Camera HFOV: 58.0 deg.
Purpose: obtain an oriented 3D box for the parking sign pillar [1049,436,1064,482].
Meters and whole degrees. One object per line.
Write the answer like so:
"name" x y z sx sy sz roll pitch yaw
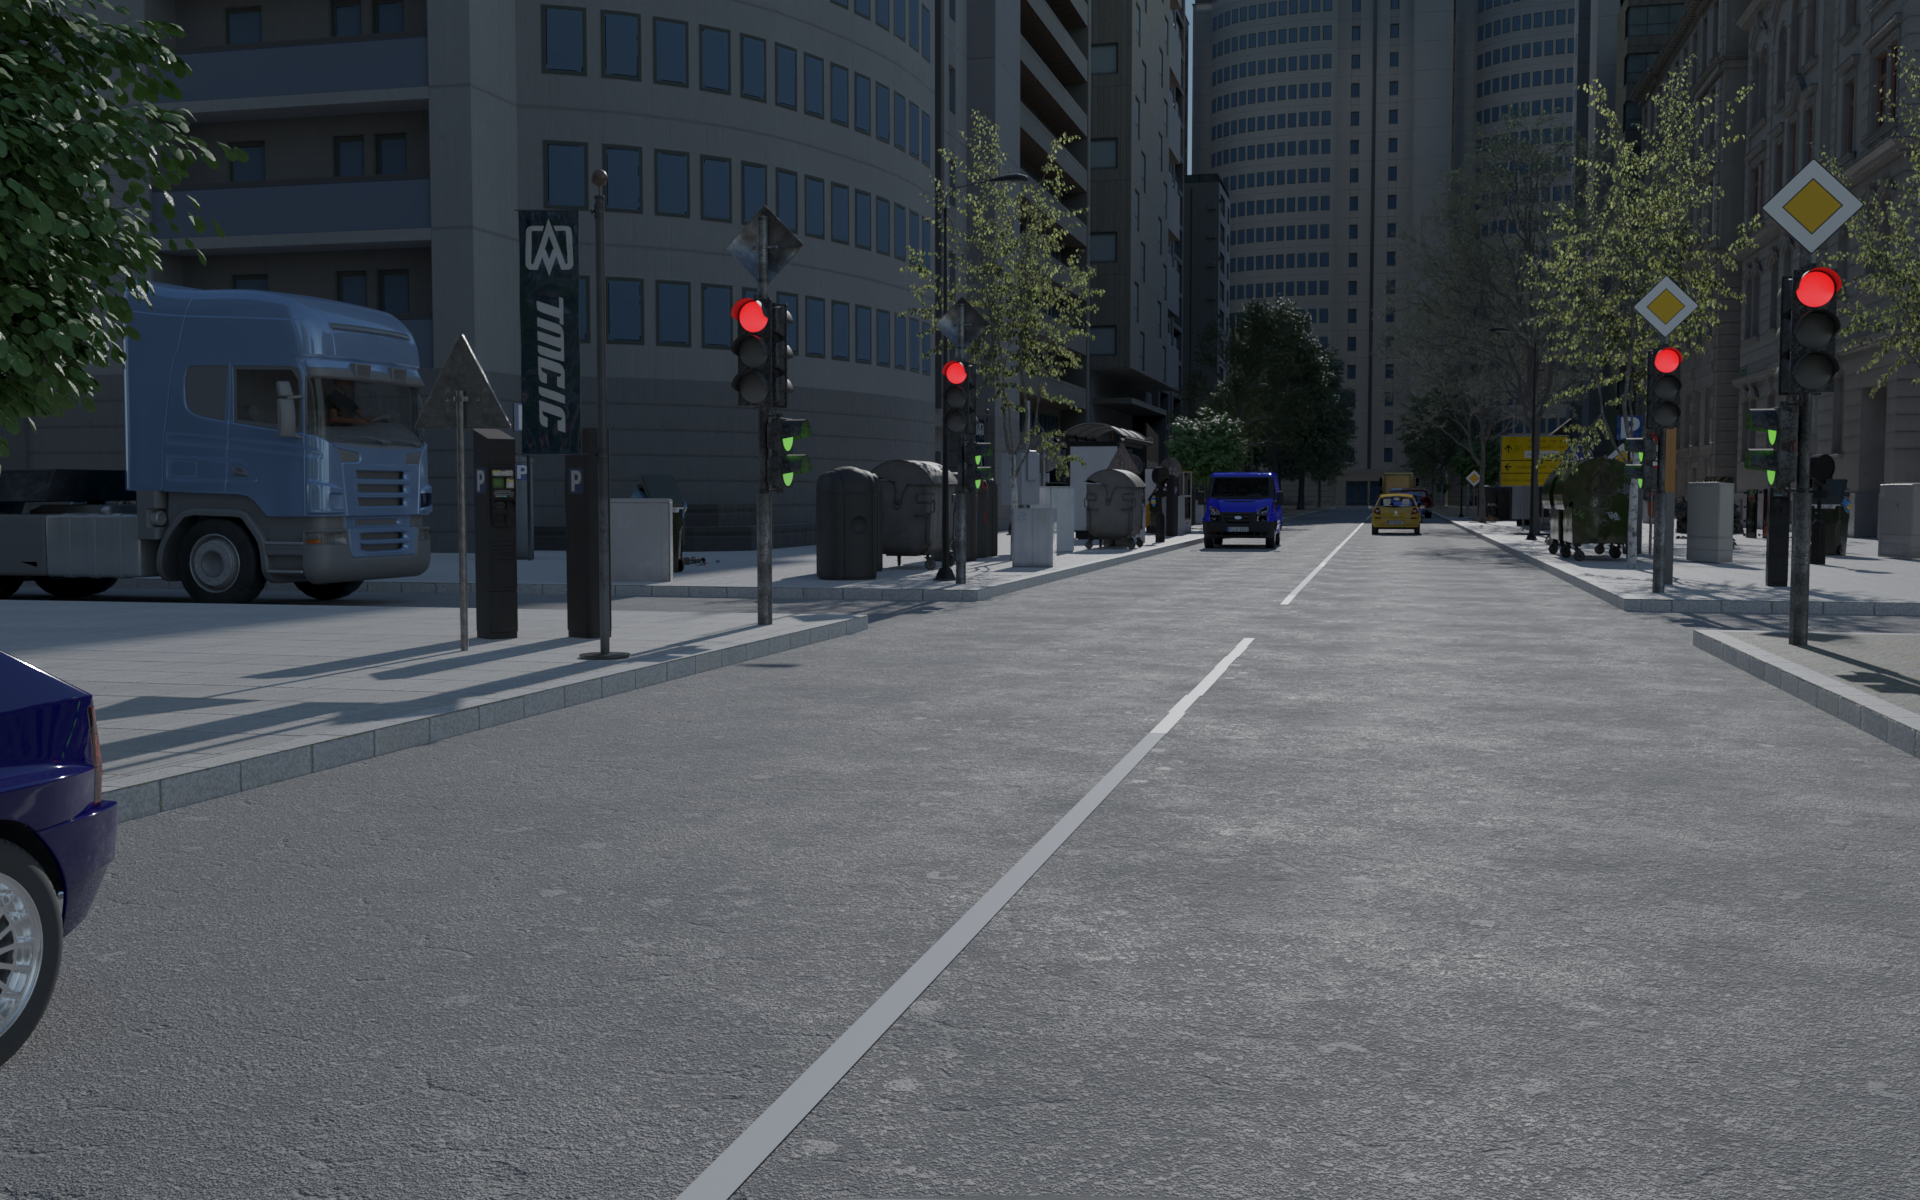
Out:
"parking sign pillar" 4.137 -5.564 79.443 1.447 3.967 1.447 3 5 43

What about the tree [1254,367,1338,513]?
"tree" 21.886 -11.792 118.557 9.928 11.665 9.643 0 3 0

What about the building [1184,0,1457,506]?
"building" 40.770 -40.043 196.707 28.212 58.520 21.231 1 4 14

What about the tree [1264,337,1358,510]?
"tree" 28.018 -14.399 142.073 9.857 13.997 8.962 0 3 0

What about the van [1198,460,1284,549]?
"van" 7.766 -2.629 47.376 2.240 2.365 5.245 1 4 13

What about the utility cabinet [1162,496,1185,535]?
"utility cabinet" 6.727 -2.673 54.865 0.306 1.237 1.020 3 5 40

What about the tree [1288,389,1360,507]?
"tree" 34.552 -15.211 166.829 7.486 12.596 7.792 0 3 0

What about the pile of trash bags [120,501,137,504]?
"pile of trash bags" -40.835 -4.811 88.404 3.447 1.369 1.912 2 4 29

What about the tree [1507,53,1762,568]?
"tree" 11.669 -4.864 29.892 4.360 8.622 3.978 0 3 0

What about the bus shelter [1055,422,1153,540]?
"bus shelter" 4.330 -3.504 51.210 2.014 3.302 5.546 1 4 14

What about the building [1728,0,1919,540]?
"building" 33.907 -16.393 55.408 14.401 28.519 23.554 1 4 14

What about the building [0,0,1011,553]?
"building" -11.400 -31.091 50.335 21.231 58.520 28.212 1 4 14

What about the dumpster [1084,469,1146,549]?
"dumpster" 3.646 -2.148 40.872 1.264 1.857 1.865 1 4 14

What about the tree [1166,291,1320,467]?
"tree" 12.954 -8.869 79.422 7.601 10.594 8.767 1 4 9

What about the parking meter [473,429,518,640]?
"parking meter" -4.127 -0.592 15.398 0.255 1.863 0.399 -3 4 -39

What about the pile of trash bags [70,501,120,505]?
"pile of trash bags" -40.953 -4.301 80.079 3.447 1.369 1.912 2 4 29

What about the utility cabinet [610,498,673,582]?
"utility cabinet" -4.744 -0.872 25.418 1.020 1.237 0.306 0 4 -1

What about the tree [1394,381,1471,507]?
"tree" 46.566 -15.406 170.016 7.486 12.596 7.792 0 3 0

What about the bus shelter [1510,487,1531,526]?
"bus shelter" 22.563 -4.521 67.847 2.014 3.302 5.546 1 4 14

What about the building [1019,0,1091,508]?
"building" -5.589 -28.450 88.867 21.300 48.544 21.600 1 4 14

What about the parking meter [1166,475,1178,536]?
"parking meter" 6.437 -2.864 52.533 0.255 1.863 0.399 2 4 30

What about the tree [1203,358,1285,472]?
"tree" 14.862 -8.538 89.957 4.737 8.622 4.395 0 3 0

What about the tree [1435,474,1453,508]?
"tree" 44.540 -10.124 160.126 1.663 3.219 1.824 0 3 0

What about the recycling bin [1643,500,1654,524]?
"recycling bin" 30.329 -3.856 75.601 0.722 1.027 0.722 -1 4 -22

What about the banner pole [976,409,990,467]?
"banner pole" 0.679 -3.735 51.077 0.401 3.779 0.863 2 4 35

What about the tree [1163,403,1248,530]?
"tree" 8.980 -4.844 62.910 4.285 4.588 4.351 0 3 0

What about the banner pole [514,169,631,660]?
"banner pole" -3.015 -1.434 13.471 0.863 3.779 0.401 0 4 0

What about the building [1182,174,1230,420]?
"building" 17.561 -23.747 159.972 14.107 30.474 14.160 1 4 14

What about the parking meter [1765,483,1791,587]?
"parking meter" 11.364 -1.122 24.053 0.255 1.863 0.399 1 4 19

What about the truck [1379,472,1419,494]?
"truck" 38.624 -9.584 152.625 3.469 3.379 9.791 1 4 15

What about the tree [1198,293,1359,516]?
"tree" 17.998 -11.147 99.262 9.611 12.733 9.660 0 3 0

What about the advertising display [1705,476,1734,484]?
"advertising display" 27.741 -3.555 63.339 0.974 1.923 0.123 1 4 20

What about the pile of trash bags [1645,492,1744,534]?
"pile of trash bags" 24.225 -2.914 57.391 1.912 1.369 3.447 -2 4 -31

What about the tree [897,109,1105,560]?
"tree" 0.973 -5.065 33.169 4.360 8.622 3.978 0 3 0

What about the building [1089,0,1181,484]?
"building" 0.044 -32.198 115.672 28.713 52.752 27.495 1 4 14

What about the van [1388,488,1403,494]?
"van" 29.949 -6.801 118.214 2.013 2.044 4.112 1 4 13

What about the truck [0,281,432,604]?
"truck" -15.638 -2.110 24.261 18.799 4.110 2.967 1 4 16

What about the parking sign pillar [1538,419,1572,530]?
"parking sign pillar" 21.167 -4.493 61.938 1.447 3.967 1.447 -1 4 -18

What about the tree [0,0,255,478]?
"tree" -5.366 -1.525 8.653 4.285 4.588 4.351 0 3 0

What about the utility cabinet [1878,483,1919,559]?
"utility cabinet" 18.654 -1.568 34.313 0.318 1.500 1.173 0 4 0

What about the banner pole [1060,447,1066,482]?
"banner pole" 4.758 -5.574 81.147 0.863 3.779 0.401 3 5 40

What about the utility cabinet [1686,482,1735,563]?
"utility cabinet" 14.040 -1.451 32.397 0.318 1.500 1.173 0 4 -4

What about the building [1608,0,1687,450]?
"building" 44.719 -20.061 99.697 14.160 30.474 14.107 1 4 14

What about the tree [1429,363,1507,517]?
"tree" 29.133 -9.047 98.288 4.360 8.622 3.978 0 3 0

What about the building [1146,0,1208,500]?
"building" 9.349 -42.782 137.744 20.563 71.187 20.611 1 4 14

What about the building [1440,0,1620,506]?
"building" 68.152 -39.580 189.136 28.212 58.520 21.231 1 4 14

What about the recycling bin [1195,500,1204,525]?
"recycling bin" 9.909 -3.702 73.081 0.722 1.027 0.722 1 4 9

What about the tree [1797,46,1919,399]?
"tree" 15.726 -4.712 27.400 4.360 8.622 3.978 0 3 0

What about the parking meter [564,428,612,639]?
"parking meter" -3.331 -0.599 15.502 0.399 1.863 0.255 3 5 44

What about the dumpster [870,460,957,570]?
"dumpster" -0.829 -1.483 30.004 1.264 1.857 1.865 1 4 14

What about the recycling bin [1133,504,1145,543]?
"recycling bin" 4.401 -2.007 45.371 0.722 1.027 0.722 2 4 28

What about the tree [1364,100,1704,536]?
"tree" 17.954 -8.781 53.939 12.009 13.543 11.850 0 3 0

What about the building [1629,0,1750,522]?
"building" 38.790 -17.268 79.587 12.463 27.353 25.104 1 4 14

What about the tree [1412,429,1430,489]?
"tree" 39.781 -11.799 143.280 4.360 8.622 3.978 0 3 0

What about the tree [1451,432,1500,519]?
"tree" 26.907 -6.448 89.131 4.285 4.588 4.351 0 3 0
